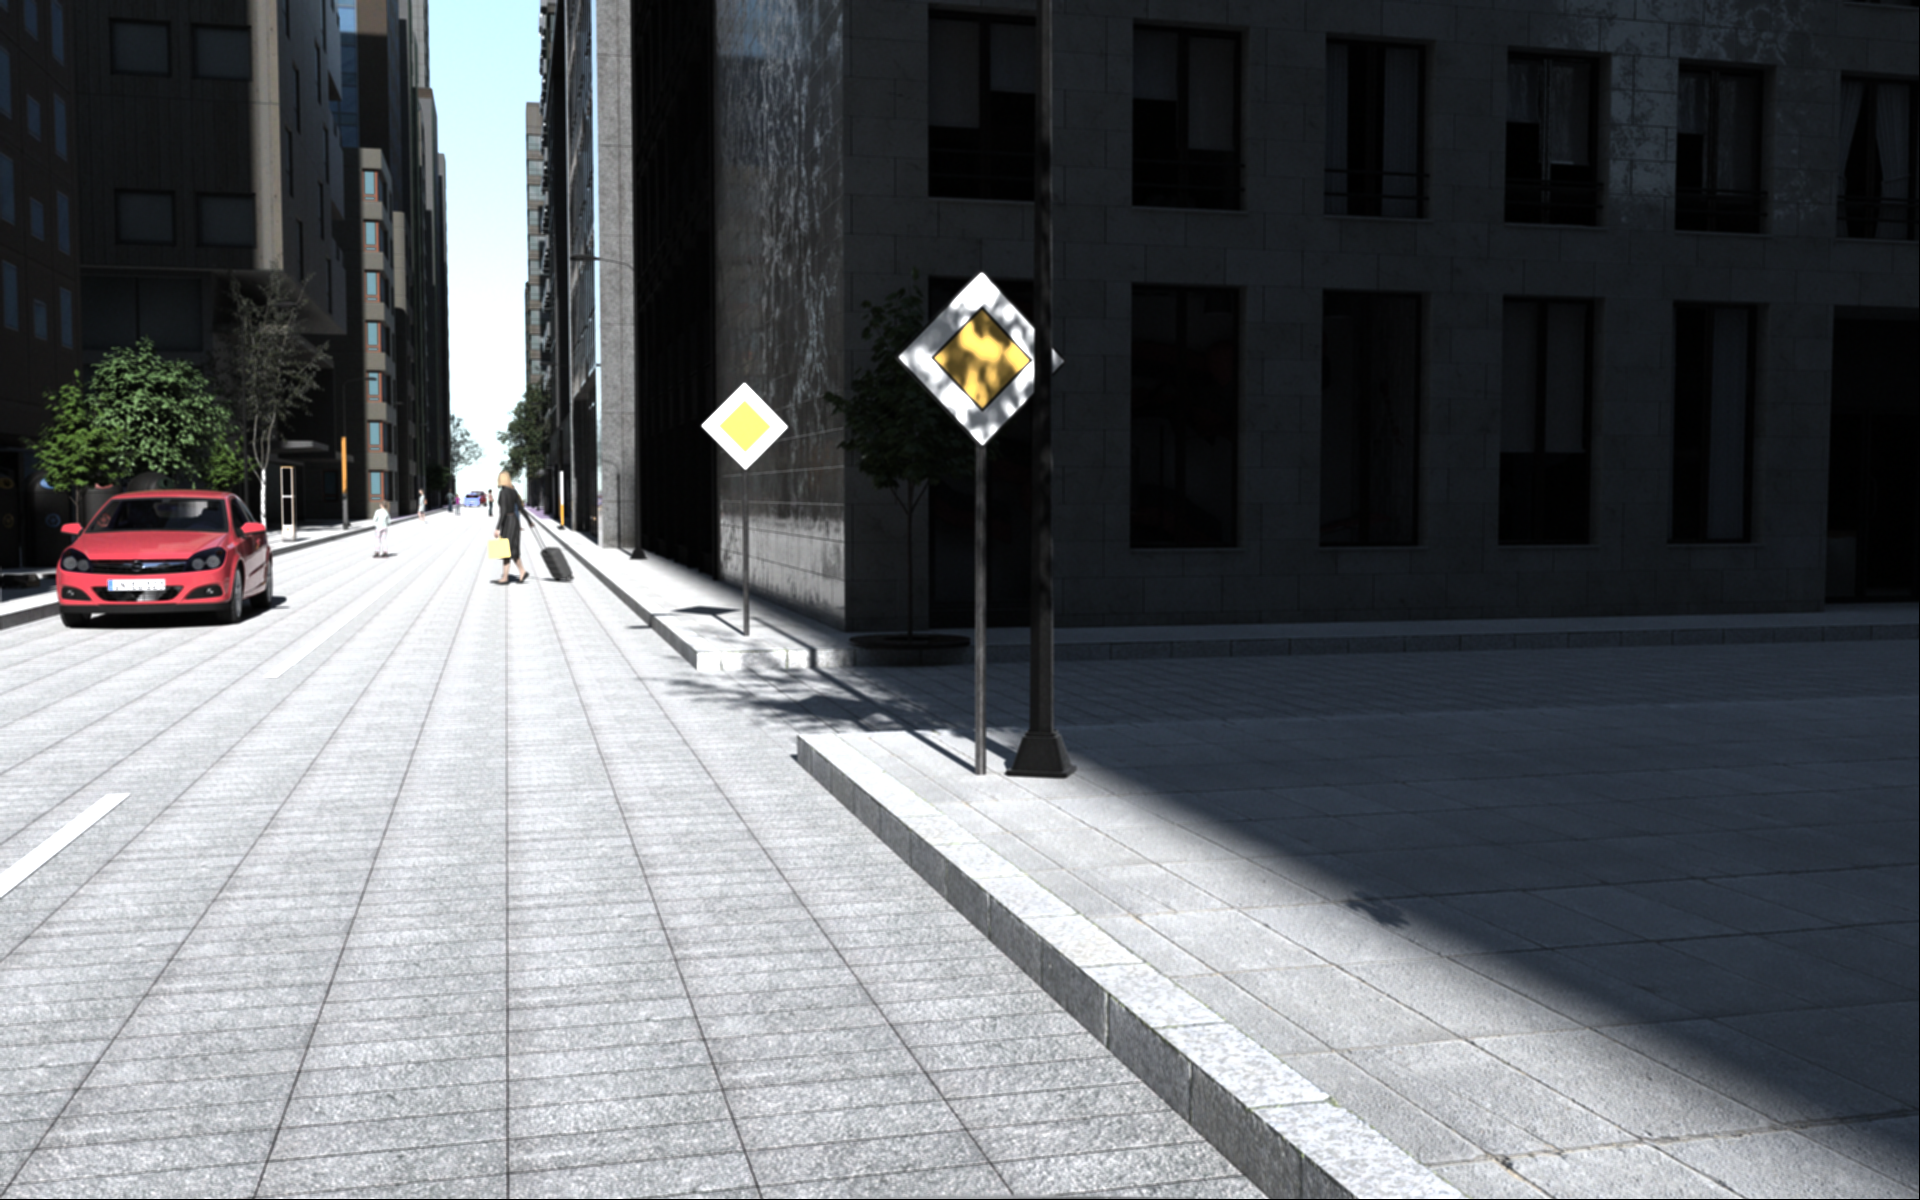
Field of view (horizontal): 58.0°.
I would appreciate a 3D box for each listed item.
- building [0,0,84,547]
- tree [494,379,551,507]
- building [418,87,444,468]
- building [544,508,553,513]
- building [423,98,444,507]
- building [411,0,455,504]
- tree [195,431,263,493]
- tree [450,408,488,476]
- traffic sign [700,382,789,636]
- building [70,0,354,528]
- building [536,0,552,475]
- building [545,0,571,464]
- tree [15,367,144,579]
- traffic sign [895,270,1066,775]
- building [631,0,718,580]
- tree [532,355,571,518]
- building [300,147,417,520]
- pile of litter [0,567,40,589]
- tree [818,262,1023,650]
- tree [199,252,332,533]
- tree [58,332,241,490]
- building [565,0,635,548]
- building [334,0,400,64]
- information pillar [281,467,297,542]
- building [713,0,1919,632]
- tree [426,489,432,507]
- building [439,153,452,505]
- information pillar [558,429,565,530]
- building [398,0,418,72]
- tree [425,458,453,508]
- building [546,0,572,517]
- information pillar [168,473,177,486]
[{"bbox_3d":[-29.117,-23.735,38.178,14.600,45.320,14.200,-1,4,-15],"label":"building"},{"bbox_3d":[-41.548,-15.604,172.126,9.611,12.733,9.660,0,3,0],"label":"tree"},{"bbox_3d":[-63.178,-32.769,185.887,14.600,45.320,14.200,-1,4,-15],"label":"building"},{"bbox_3d":[-13.548,-26.474,124.736,32.217,40.220,23.993,-1,4,-15],"label":"building"},{"bbox_3d":[-59.559,-29.883,172.189,14.154,41.232,14.086,-1,4,-15],"label":"building"},{"bbox_3d":[-74.084,-47.520,215.210,20.563,71.187,20.611,-1,4,-15],"label":"building"},{"bbox_3d":[-20.251,-3.228,47.382,1.663,3.219,1.824,0,3,0],"label":"tree"},{"bbox_3d":[-70.368,-20.116,239.267,12.009,13.543,11.850,0,3,0],"label":"tree"},{"bbox_3d":[-1.933,-0.731,15.588,0.795,2.450,0.064,-1,4,-15],"label":"traffic sign"},{"bbox_3d":[-38.587,-29.113,65.241,28.713,52.752,27.495,-1,4,-15],"label":"building"},{"bbox_3d":[-24.595,-32.420,149.670,23.786,49.044,30.456,-1,4,-15],"label":"building"},{"bbox_3d":[-10.360,-15.691,75.615,14.314,24.678,30.058,-1,4,-15],"label":"building"},{"bbox_3d":[-13.510,-1.952,26.511,1.663,3.219,1.824,0,3,0],"label":"tree"},{"bbox_3d":[0.091,-0.258,7.863,0.795,2.450,0.064,-1,4,-15],"label":"traffic sign"},{"bbox_3d":[0.299,-12.509,34.199,12.332,23.373,15.834,-1,4,-15],"label":"building"},{"bbox_3d":[-20.724,-8.652,91.827,4.360,8.622,3.978,0,3,0],"label":"tree"},{"bbox_3d":[-45.950,-15.439,97.463,27.650,21.520,28.899,-1,4,-15],"label":"building"},{"bbox_3d":[-13.406,-0.612,23.974,1.176,0.858,1.719,-2,4,-35],"label":"pile of litter"},{"bbox_3d":[-0.414,-1.220,14.542,1.663,3.219,1.824,0,3,0],"label":"tree"},{"bbox_3d":[-21.485,-6.293,53.259,4.360,8.622,3.978,0,3,0],"label":"tree"},{"bbox_3d":[-16.452,-3.152,35.249,4.285,4.588,4.351,0,3,0],"label":"tree"},{"bbox_3d":[-5.124,-14.261,51.190,12.078,24.808,19.932,-1,4,-15],"label":"building"},{"bbox_3d":[-45.949,-28.676,118.969,14.600,45.320,14.200,-1,4,-15],"label":"building"},{"bbox_3d":[-18.021,-2.569,46.493,0.304,2.012,0.304,0,4,-7],"label":"information pillar"},{"bbox_3d":[5.755,-10.265,22.582,16.860,20.320,10.420,-1,4,-15],"label":"building"},{"bbox_3d":[-51.453,-10.512,166.477,1.663,3.219,1.824,0,3,0],"label":"tree"},{"bbox_3d":[-66.590,-31.596,200.182,14.154,41.232,14.086,-1,4,-15],"label":"building"},{"bbox_3d":[-14.433,-4.359,62.631,0.183,3.616,0.504,-1,4,-23],"label":"information pillar"},{"bbox_3d":[-53.303,-28.334,146.861,14.154,41.232,14.086,-1,4,-15],"label":"building"},{"bbox_3d":[-48.314,-10.731,159.171,4.285,4.588,4.351,0,3,0],"label":"tree"},{"bbox_3d":[-17.592,-20.344,104.323,14.160,30.474,14.107,-1,4,-15],"label":"building"},{"bbox_3d":[-25.422,-3.138,55.793,0.304,2.012,0.304,-1,4,-8],"label":"information pillar"}]
